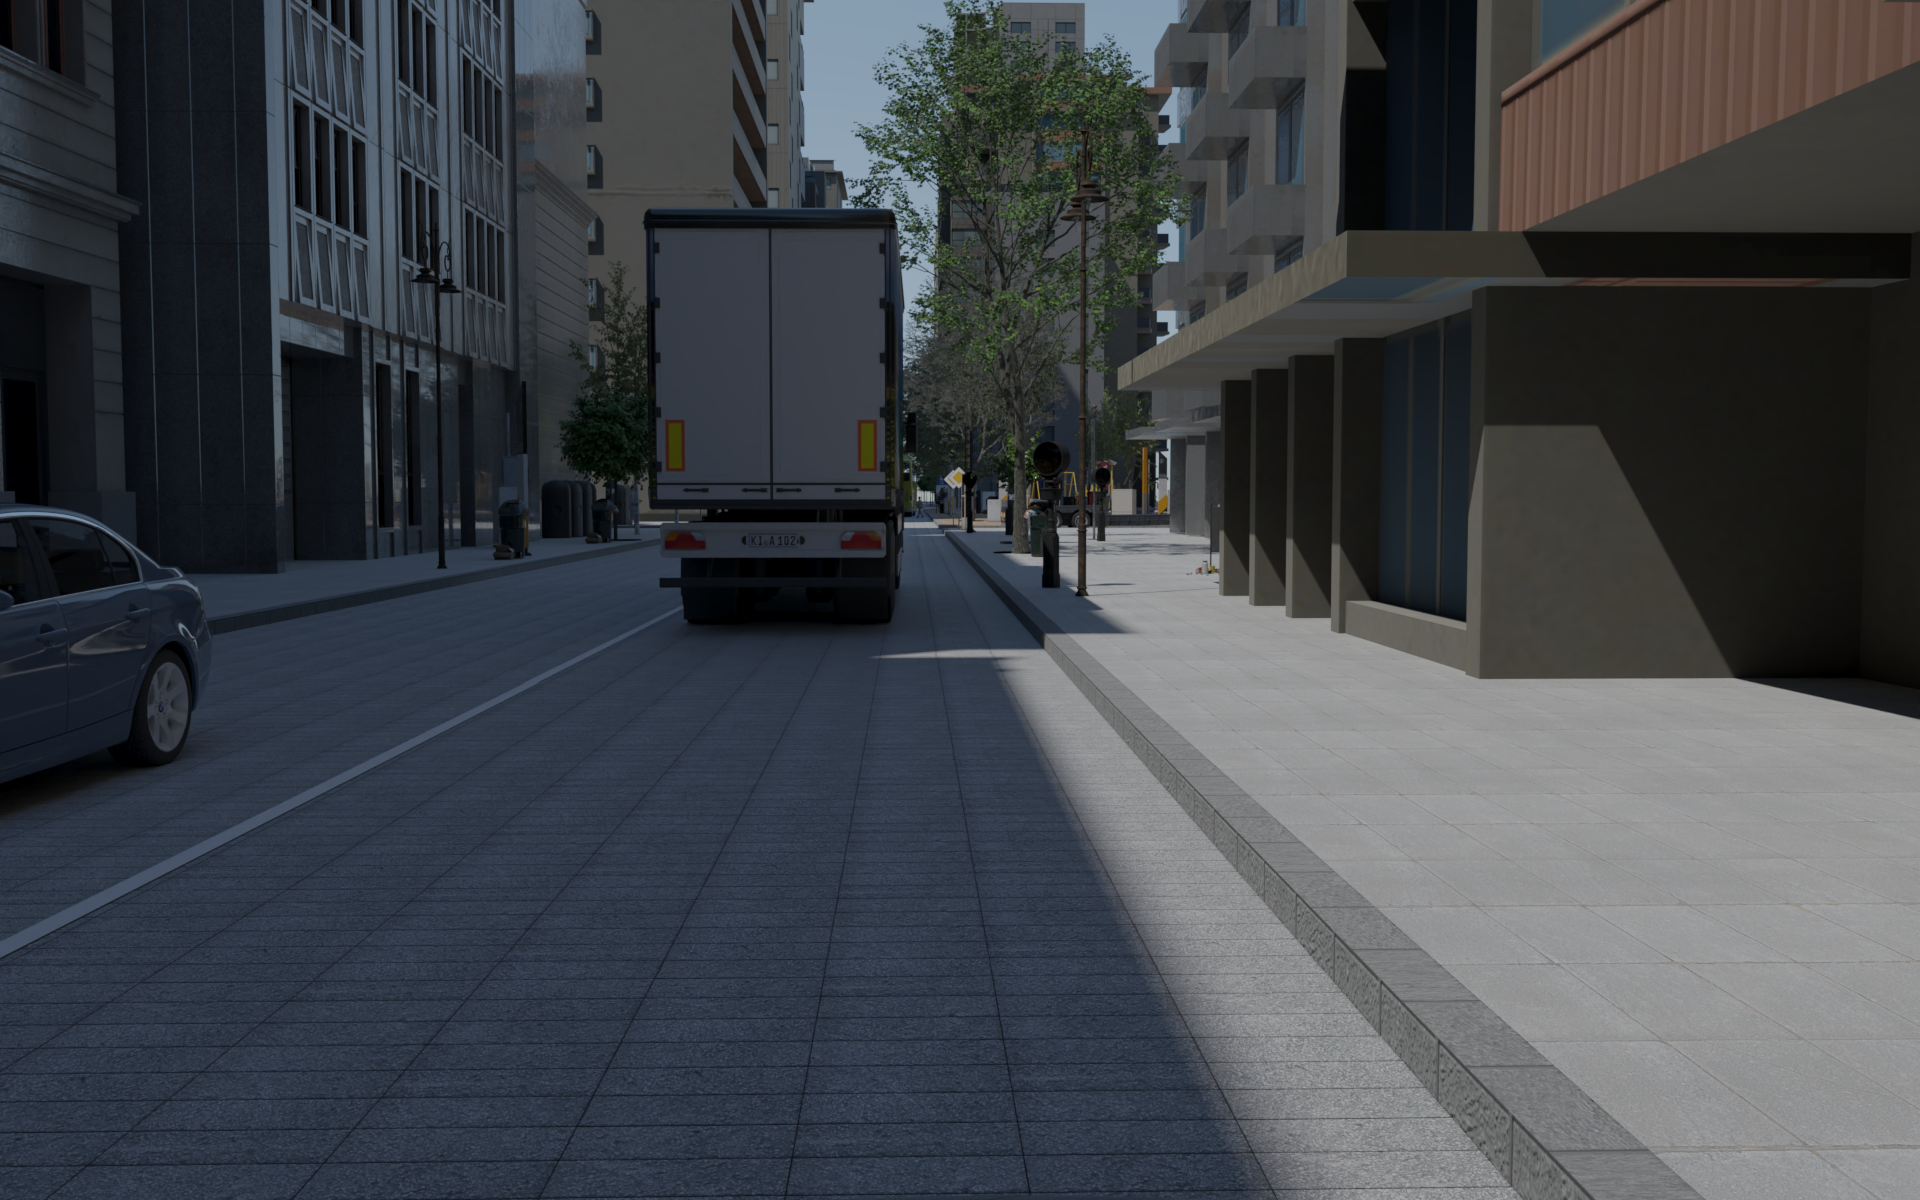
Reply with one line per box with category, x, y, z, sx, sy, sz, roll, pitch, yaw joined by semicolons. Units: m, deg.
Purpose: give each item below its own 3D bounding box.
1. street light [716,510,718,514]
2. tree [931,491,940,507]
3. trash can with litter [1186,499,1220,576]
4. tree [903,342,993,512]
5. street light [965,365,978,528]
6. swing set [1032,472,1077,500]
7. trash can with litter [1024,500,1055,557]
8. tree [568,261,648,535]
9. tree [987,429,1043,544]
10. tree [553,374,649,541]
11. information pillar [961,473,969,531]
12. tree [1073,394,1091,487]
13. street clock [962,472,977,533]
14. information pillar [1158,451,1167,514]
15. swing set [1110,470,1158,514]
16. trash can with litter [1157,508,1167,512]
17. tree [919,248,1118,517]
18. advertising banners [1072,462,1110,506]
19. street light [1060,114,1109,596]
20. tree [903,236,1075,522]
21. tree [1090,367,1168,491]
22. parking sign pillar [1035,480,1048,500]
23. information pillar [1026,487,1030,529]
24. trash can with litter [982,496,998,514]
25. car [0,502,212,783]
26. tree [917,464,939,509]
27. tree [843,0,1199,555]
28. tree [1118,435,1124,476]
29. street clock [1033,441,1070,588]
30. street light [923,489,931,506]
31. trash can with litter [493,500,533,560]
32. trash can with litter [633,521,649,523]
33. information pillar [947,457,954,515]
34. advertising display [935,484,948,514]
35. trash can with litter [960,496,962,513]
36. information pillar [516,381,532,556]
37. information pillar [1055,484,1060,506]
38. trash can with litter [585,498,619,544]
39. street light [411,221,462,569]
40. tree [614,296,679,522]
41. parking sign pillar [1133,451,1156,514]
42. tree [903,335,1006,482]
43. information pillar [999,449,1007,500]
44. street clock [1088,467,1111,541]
street light;-10.184;-6.092;72.393;0.468;5.910;1.993;0;4;-2
tree;-1.929;-11.026;174.870;1.663;3.219;1.824;0;3;0
trash can with litter;4.707;-1.034;27.957;2.233;1.210;1.678;0;4;1
tree;-1.285;-12.724;126.169;7.486;12.596;7.792;0;3;0
street light;0.414;-5.482;62.425;0.468;5.910;1.993;0;4;-2
swing set;6.894;-7.740;124.173;3.119;2.851;2.862;-1;4;-14
trash can with litter;1.639;-1.476;35.520;0.624;1.170;1.055;0;4;4
tree;-10.185;-6.362;54.386;4.737;8.622;4.395;0;3;0
tree;1.429;-3.077;44.912;1.663;3.219;1.824;0;3;0
tree;-9.463;-3.907;47.588;4.285;4.588;4.351;0;3;0
information pillar;0.245;-3.445;60.810;0.304;2.012;0.304;-1;4;-23
tree;9.520;-10.311;118.945;4.737;8.622;4.395;0;3;0
street clock;0.320;-3.188;56.693;0.471;2.002;0.358;0;4;-4
information pillar;10.932;-6.247;93.494;0.504;3.616;0.183;-1;4;-14
swing set;11.160;-6.871;109.959;2.862;2.851;3.119;0;4;-5
trash can with litter;14.761;-6.936;124.786;1.055;1.170;0.624;-3;5;-39
tree;1.711;-6.216;51.995;4.360;8.622;3.978;0;3;0
advertising banners;7.107;-5.985;94.042;2.074;3.025;0.090;0;4;1
street light;1.534;-2.986;21.604;0.468;5.910;1.993;0;4;-2
tree;0.698;-10.440;81.066;12.009;13.543;11.850;0;3;0
tree;9.888;-9.133;99.695;4.737;8.622;4.395;0;3;0
parking sign pillar;6.541;-9.015;135.863;1.447;3.967;1.447;-1;4;-14
information pillar;2.276;-3.454;60.973;0.304;2.012;0.304;1;4;16
trash can with litter;1.755;-6.062;110.500;0.624;1.170;1.055;-3;4;-36
car;-5.044;0.251;7.895;2.014;1.417;4.499;0;3;0
tree;-3.133;-12.700;191.352;4.285;4.588;4.351;0;3;0
tree;1.147;-6.802;36.965;9.928;11.665;9.643;0;3;0
tree;11.974;-11.935;145.496;4.360;8.622;3.978;0;3;0
street clock;1.248;-1.169;23.691;0.471;2.002;0.358;2;4;32
street light;-4.288;-15.311;223.121;0.468;5.910;1.993;0;4;-2
trash can with litter;-8.834;-1.392;34.139;0.624;1.170;1.055;0;4;0
trash can with litter;-15.120;-4.042;77.150;2.233;1.210;1.678;2;4;28
information pillar;-0.565;-7.051;106.637;0.504;3.616;0.183;-3;5;-43
advertising display;-1.162;-6.665;114.181;0.974;1.923;0.123;-1;4;-20
trash can with litter;0.242;-6.401;116.044;0.624;1.170;1.055;0;4;3
information pillar;-9.105;-2.733;36.036;0.183;3.616;0.504;-2;4;-31
information pillar;5.226;-5.466;93.864;0.304;2.012;0.304;-1;4;-19
trash can with litter;-9.348;-2.061;45.080;0.624;1.170;1.055;1;4;10
street light;-8.912;-3.476;29.621;0.468;5.910;1.993;0;4;-2
tree;-10.035;-6.746;60.665;4.360;8.622;3.978;0;3;0
parking sign pillar;11.160;-7.136;105.139;1.447;3.967;1.447;0;4;1
tree;-1.164;-14.241;139.493;9.857;13.997;8.962;0;3;0
information pillar;2.242;-6.018;89.751;0.504;3.616;0.183;0;4;-3
street clock;3.831;-2.590;46.919;0.471;2.002;0.358;-1;4;-16
